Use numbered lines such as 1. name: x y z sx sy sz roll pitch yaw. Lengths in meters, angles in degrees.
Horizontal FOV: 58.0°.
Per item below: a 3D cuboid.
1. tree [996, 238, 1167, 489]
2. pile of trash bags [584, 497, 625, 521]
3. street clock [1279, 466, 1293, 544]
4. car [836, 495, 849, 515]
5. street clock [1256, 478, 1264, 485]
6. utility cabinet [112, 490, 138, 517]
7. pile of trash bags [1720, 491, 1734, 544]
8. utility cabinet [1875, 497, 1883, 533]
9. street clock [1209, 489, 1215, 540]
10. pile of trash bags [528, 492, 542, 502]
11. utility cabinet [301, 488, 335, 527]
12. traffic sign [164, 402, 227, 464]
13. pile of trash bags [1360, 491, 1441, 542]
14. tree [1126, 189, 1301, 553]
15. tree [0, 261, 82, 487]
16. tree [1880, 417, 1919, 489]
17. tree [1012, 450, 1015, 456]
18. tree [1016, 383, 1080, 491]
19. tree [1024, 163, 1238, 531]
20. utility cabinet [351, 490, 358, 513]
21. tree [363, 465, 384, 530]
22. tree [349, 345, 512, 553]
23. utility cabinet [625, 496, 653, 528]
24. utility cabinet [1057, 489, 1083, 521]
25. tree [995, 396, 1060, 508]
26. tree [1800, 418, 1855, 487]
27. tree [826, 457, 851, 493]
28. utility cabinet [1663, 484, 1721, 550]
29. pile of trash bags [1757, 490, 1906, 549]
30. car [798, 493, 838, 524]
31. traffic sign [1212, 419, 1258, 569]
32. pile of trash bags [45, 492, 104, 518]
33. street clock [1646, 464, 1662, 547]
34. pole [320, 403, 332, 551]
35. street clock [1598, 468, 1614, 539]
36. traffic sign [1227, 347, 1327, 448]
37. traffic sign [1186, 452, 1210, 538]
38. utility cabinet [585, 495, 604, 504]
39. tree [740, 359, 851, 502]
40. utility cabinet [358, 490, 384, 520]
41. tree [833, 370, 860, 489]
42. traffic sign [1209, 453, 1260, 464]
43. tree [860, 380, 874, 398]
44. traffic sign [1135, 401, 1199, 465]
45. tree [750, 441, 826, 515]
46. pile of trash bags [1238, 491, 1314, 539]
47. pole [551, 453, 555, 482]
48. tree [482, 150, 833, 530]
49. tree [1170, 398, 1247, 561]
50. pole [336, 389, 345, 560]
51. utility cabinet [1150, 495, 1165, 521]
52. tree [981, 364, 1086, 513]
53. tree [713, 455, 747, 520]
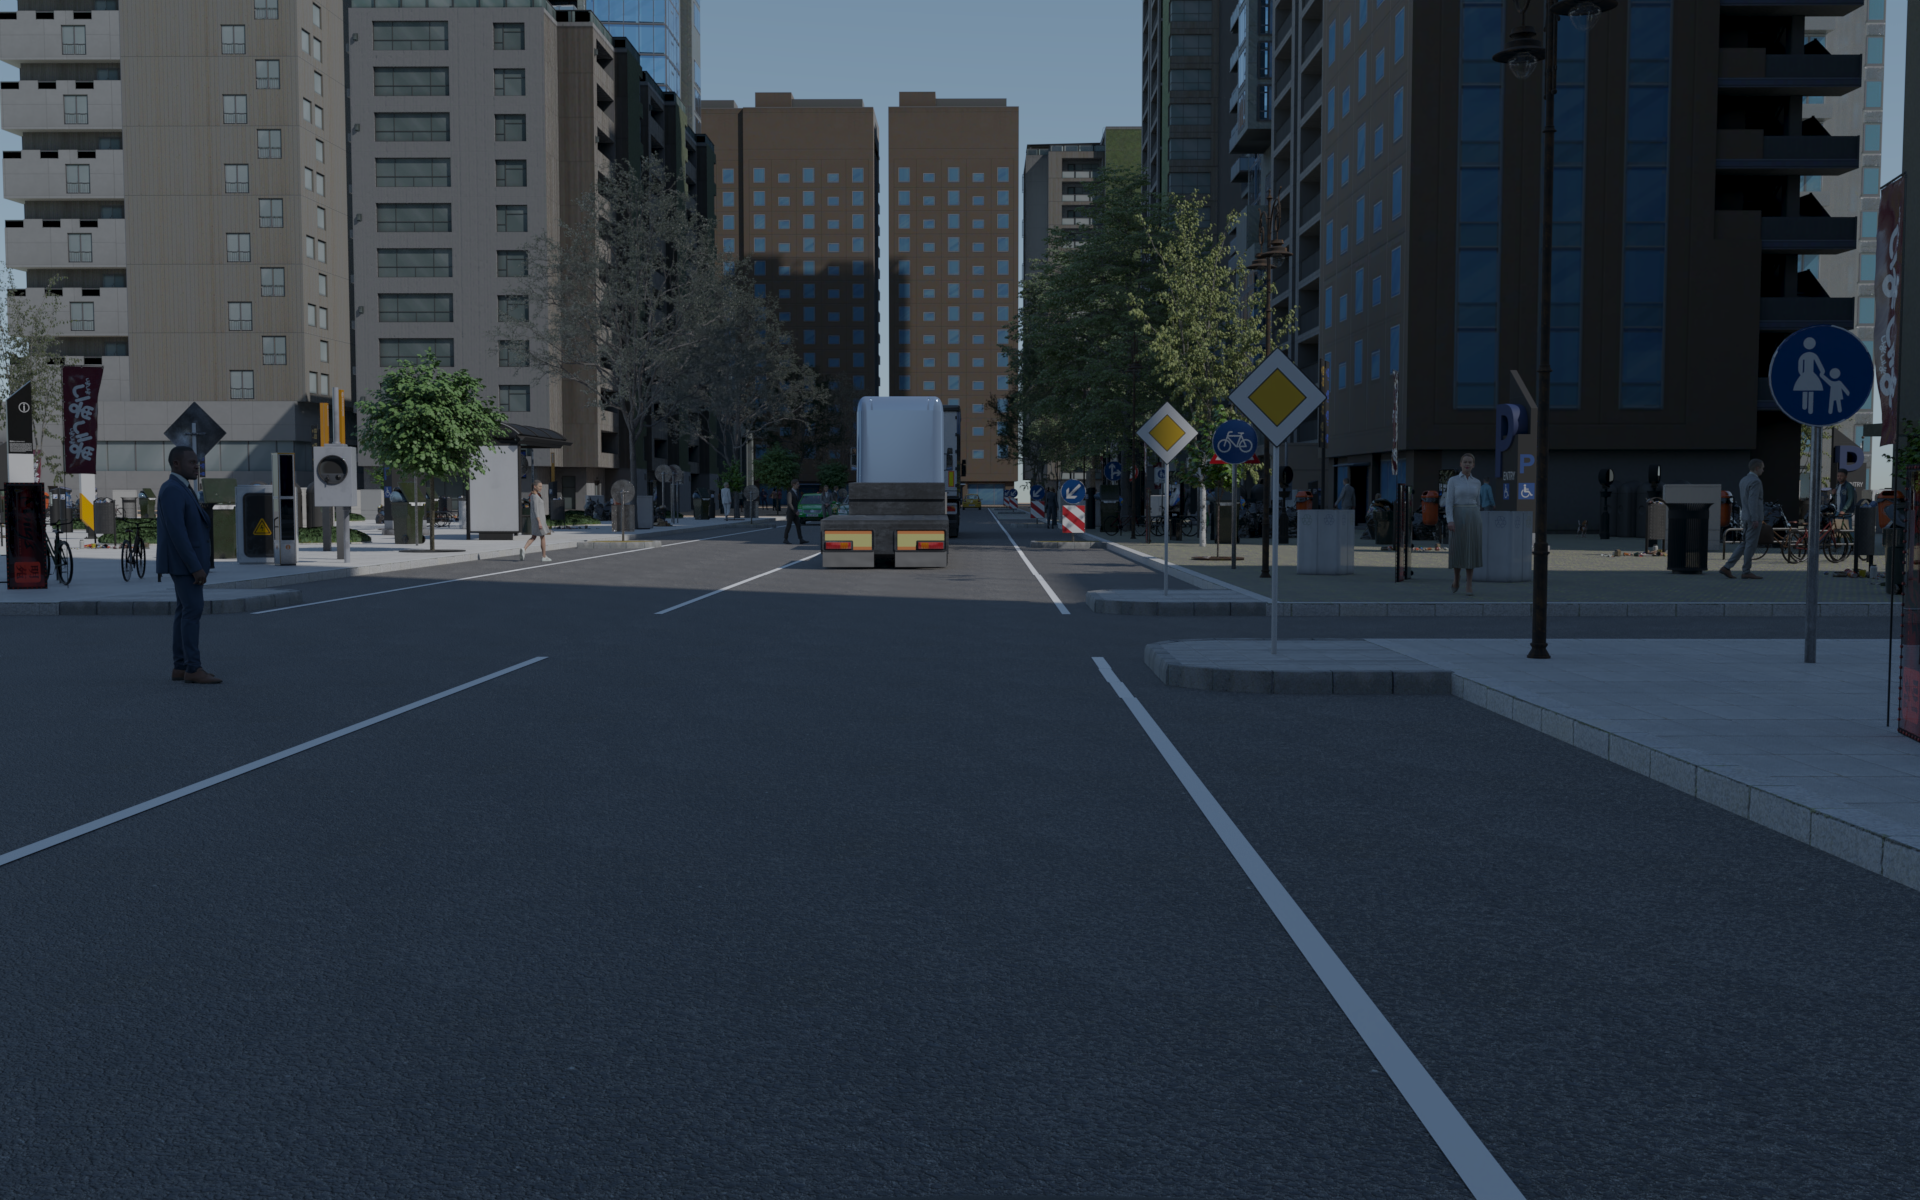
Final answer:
1. tree: 6.619 -10.976 86.116 9.857 13.997 8.962 0 3 0
2. pile of trash bags: -16.671 -4.435 82.257 1.912 1.369 3.447 -2 4 -30
3. street clock: 8.350 -2.450 44.629 0.471 2.002 0.358 -3 5 -42
4. car: -4.591 -4.159 79.792 2.131 1.459 4.920 0 4 2
5. street clock: 13.888 -4.612 79.969 0.471 2.002 0.358 -3 5 -40
6. utility cabinet: -46.039 -5.311 95.506 1.173 1.500 0.318 -1 4 -11
7. pile of trash bags: 20.513 -2.187 45.513 1.912 1.369 3.447 3 5 40
8. utility cabinet: 30.434 -2.771 56.473 0.306 1.237 1.020 -2 4 -32
9. street clock: 7.076 -2.662 48.087 0.471 2.002 0.358 2 4 30
10. pile of trash bags: -20.326 -4.110 76.956 3.447 1.369 1.912 -1 4 -12
11. utility cabinet: -22.456 -3.163 60.395 1.173 1.500 0.318 -2 4 -29
12. traffic sign: -9.675 -1.207 21.922 0.795 2.593 0.064 0 4 1
13. pile of trash bags: 12.455 -2.331 47.865 1.912 1.369 3.447 0 4 -8
14. tree: 5.953 -5.595 41.844 4.737 8.622 4.395 0 3 0
15. tree: -29.366 -6.355 54.272 4.360 8.622 3.978 0 3 0
16. tree: 20.867 -2.619 37.418 1.663 3.219 1.824 0 3 0
17. tree: 6.306 -11.468 137.871 4.360 8.622 3.978 0 3 0
18. tree: 5.969 -9.356 103.340 4.360 8.622 3.978 0 3 0
19. tree: 5.909 -8.688 60.173 7.486 12.596 7.792 0 3 0
20. utility cabinet: -32.099 -5.162 93.072 1.173 1.500 0.318 -1 4 -20
21. tree: -20.180 -4.102 61.667 1.663 3.219 1.824 0 3 0
22. tree: -11.681 -3.340 38.330 4.285 4.588 4.351 0 3 0
23. utility cabinet: -11.975 -3.271 64.644 1.020 1.237 0.306 0 4 -7
24. utility cabinet: 5.189 -4.380 80.297 1.173 1.500 0.318 -1 4 -11
25. tree: 7.151 -14.522 163.183 9.928 11.665 9.643 0 3 0
26. tree: 35.414 -7.513 73.201 4.737 8.622 4.395 0 3 0
27. tree: -11.326 -10.475 154.978 4.285 4.588 4.351 0 3 0
28. utility cabinet: 16.456 -1.853 38.982 1.173 1.500 0.318 1 4 12
29. pile of trash bags: 20.516 -1.912 41.007 1.912 1.369 3.447 -3 5 -45
30. car: -6.673 -4.392 80.610 1.959 1.807 4.718 0 4 0
31. traffic sign: 4.685 -1.802 29.565 0.768 2.556 0.104 1 4 8
32. pile of trash bags: -45.989 -4.888 89.667 1.912 1.369 3.447 3 5 39
33. street clock: 16.743 -2.277 41.795 0.358 2.002 0.471 2 4 29
34. pole: -14.238 -2.755 38.879 0.158 3.312 0.155 0 3 0
35. street clock: 18.304 -2.723 49.097 0.471 2.002 0.358 -3 4 -38
36. traffic sign: 2.536 -0.710 13.792 0.795 2.593 0.064 0 4 1
37. traffic sign: 6.983 -3.094 50.690 0.768 2.556 0.104 0 4 4
38. utility cabinet: -19.545 -4.989 92.724 0.306 1.237 1.020 3 5 42
39. tree: -11.119 -11.128 116.354 8.767 10.594 7.601 1 4 19
40. utility cabinet: -29.143 -4.728 85.979 1.173 1.500 0.318 1 4 16
41. tree: -12.059 -11.113 92.074 12.009 13.543 11.850 0 3 0
42. traffic sign: 4.824 -1.863 30.465 0.884 2.594 0.081 0 4 3
43. tree: -11.521 -16.014 172.192 12.009 13.543 11.850 0 3 0
44. traffic sign: 2.618 -1.198 21.776 0.795 2.593 0.064 0 4 1
45. tree: -11.054 -7.462 105.719 4.285 4.588 4.351 0 3 0
46. pile of trash bags: 9.441 -2.538 51.245 1.912 1.369 3.447 3 5 41
47. pole: -19.979 -5.580 85.071 0.158 3.312 0.155 0 3 0
48. tree: -11.761 -9.290 62.261 12.009 13.543 11.850 0 3 0
49. tree: 5.123 -2.397 33.786 1.663 3.219 1.824 0 3 0
50. pole: -12.118 -2.449 33.883 0.158 3.312 0.155 0 3 0
51. utility cabinet: 9.468 -4.362 82.488 0.306 1.237 1.020 -3 5 -42
52. tree: 5.383 -11.086 115.662 7.601 10.594 8.767 2 4 23
53. tree: -11.052 -5.524 84.921 1.663 3.219 1.824 0 3 0
